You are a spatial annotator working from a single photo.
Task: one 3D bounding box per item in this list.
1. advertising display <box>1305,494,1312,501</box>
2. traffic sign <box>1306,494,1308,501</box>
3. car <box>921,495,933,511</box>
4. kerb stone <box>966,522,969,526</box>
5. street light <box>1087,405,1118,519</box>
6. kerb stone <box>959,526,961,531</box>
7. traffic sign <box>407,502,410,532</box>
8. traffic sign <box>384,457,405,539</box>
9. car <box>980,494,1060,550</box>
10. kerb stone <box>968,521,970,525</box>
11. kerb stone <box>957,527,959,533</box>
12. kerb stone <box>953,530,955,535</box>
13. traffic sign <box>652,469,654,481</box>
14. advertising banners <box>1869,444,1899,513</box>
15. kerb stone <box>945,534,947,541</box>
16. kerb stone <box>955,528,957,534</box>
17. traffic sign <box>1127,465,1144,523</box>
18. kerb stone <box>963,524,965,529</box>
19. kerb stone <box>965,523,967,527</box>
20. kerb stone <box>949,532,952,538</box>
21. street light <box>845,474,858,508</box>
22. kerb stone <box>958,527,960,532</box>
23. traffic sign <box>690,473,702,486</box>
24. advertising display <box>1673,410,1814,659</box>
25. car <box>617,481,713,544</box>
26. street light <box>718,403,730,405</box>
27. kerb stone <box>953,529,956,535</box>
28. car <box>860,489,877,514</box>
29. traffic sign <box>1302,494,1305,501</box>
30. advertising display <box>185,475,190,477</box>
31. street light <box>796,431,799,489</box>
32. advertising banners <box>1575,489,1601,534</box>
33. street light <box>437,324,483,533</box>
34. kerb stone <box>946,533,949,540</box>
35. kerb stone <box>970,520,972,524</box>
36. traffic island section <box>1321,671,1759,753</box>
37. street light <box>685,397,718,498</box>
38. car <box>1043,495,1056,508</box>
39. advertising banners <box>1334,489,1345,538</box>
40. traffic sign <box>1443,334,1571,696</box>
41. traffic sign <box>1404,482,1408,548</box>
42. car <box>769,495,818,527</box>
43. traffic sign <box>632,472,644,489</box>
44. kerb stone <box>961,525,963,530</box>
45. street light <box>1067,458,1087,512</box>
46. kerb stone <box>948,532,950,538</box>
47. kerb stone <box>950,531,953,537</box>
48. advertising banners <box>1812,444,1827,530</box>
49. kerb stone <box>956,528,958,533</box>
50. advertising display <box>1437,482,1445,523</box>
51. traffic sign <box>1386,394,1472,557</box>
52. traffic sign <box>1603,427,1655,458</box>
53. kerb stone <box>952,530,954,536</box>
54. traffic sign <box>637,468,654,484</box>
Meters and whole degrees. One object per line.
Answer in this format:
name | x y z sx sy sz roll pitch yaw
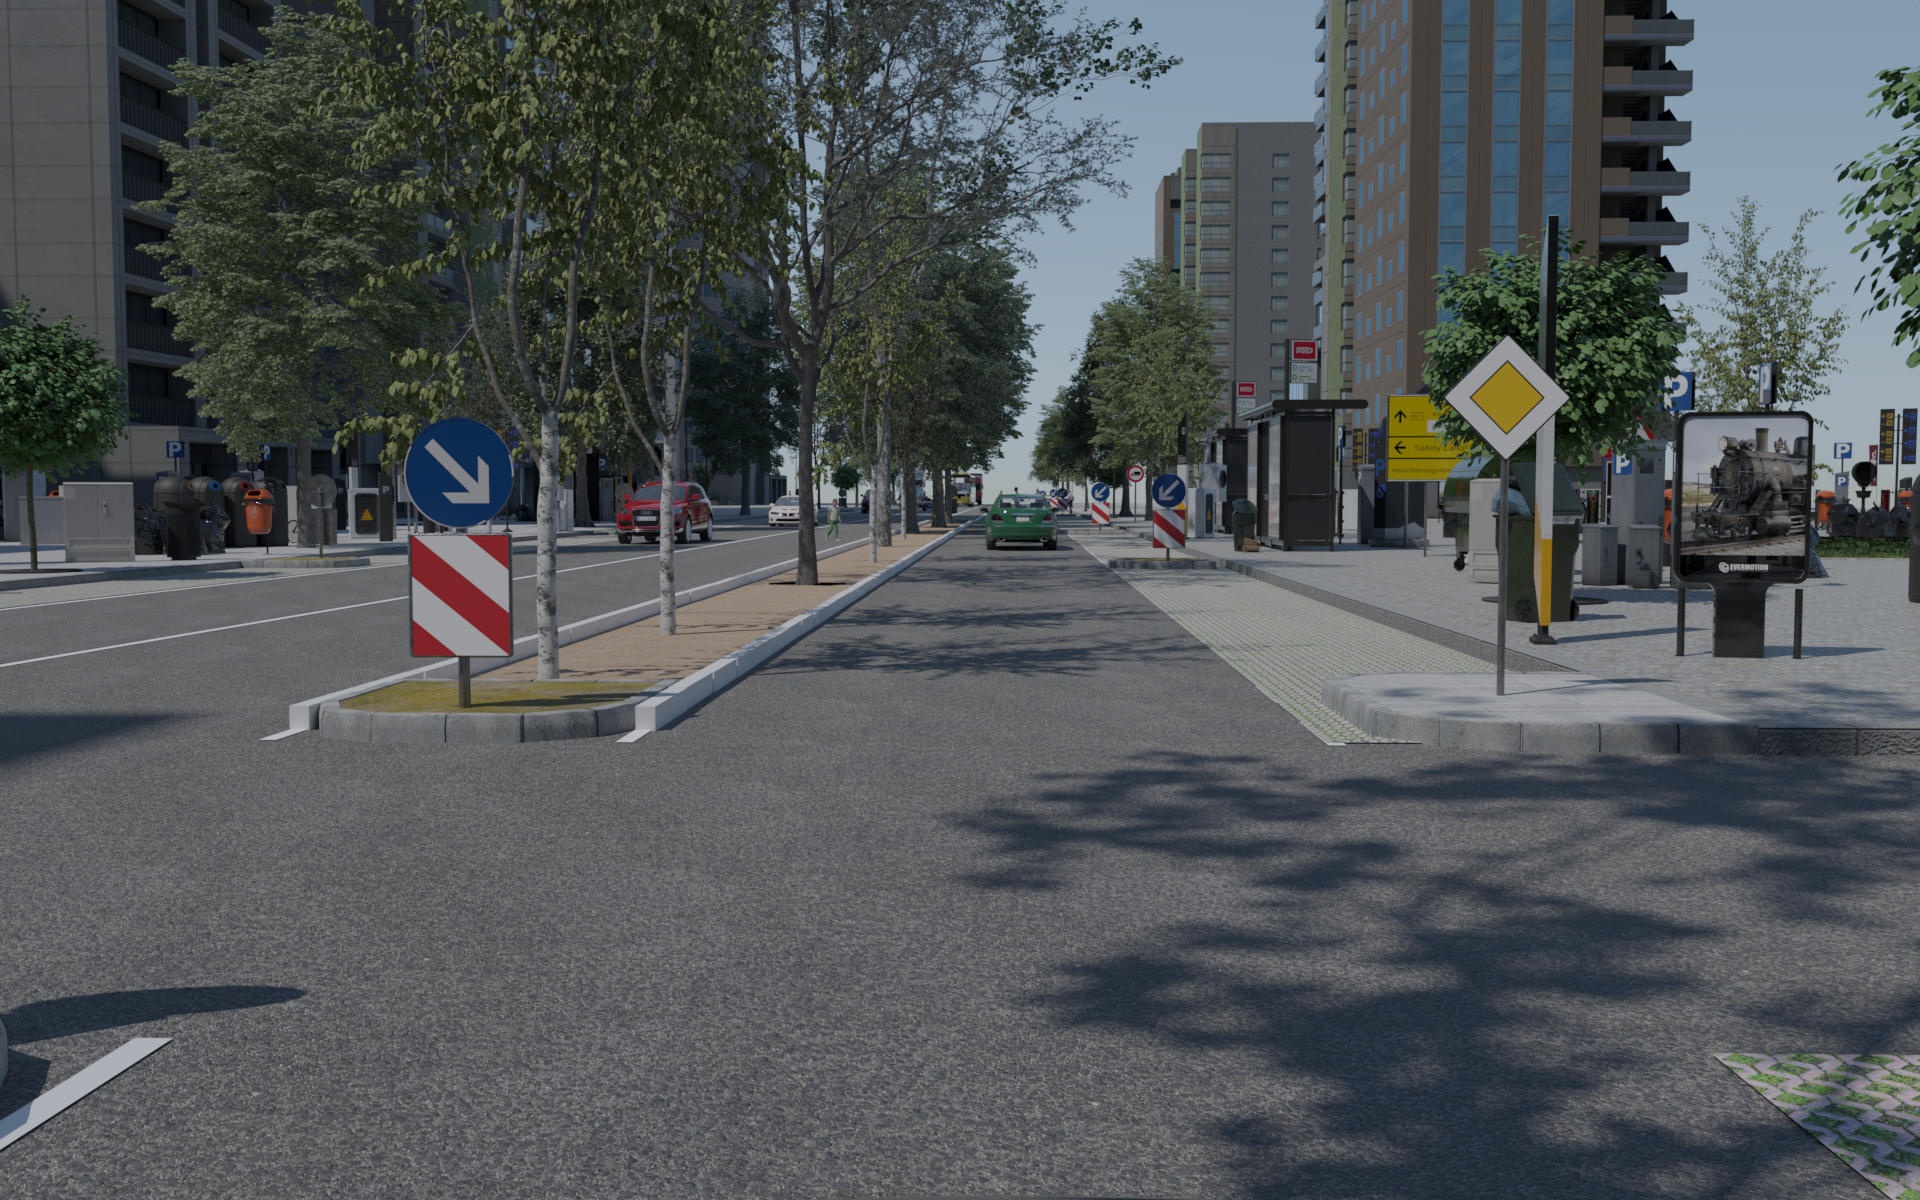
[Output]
advertising display | 11.925 -3.304 59.231 0.123 1.923 0.974 0 4 5
traffic sign | 9.559 -2.790 47.751 0.606 2.300 0.079 1 4 10
car | -2.302 -8.244 147.368 1.945 1.354 3.894 0 4 2
kerb stone | 0.183 -3.135 73.448 0.120 0.150 1.000 0 4 2
street light | 7.535 -7.221 90.611 1.470 5.913 1.316 0 4 2
kerb stone | -0.126 -2.571 64.232 0.120 0.150 1.000 0 4 2
traffic sign | -18.747 -3.593 58.849 0.768 2.556 0.104 0 4 6
traffic sign | -16.020 -2.993 49.036 0.768 2.556 0.104 1 4 10
car | 1.592 -2.075 45.717 2.131 1.459 4.920 0 4 0
kerb stone | 0.247 -3.260 75.498 0.120 0.150 1.000 0 4 2
kerb stone | -0.185 -2.446 62.185 0.120 0.150 1.000 0 4 2
kerb stone | -0.326 -2.194 58.082 0.120 0.150 1.000 0 4 2
traffic sign | -15.161 -5.176 84.730 0.768 2.556 0.104 0 4 5
advertising banners | 32.383 -3.937 60.556 0.090 3.025 2.074 0 4 -5
kerb stone | -0.533 -1.815 51.938 0.120 0.150 1.000 0 4 2
kerb stone | -0.255 -2.320 60.126 0.120 0.150 1.000 0 4 2
traffic sign | 7.707 -4.645 76.054 0.768 2.556 0.104 0 4 5
kerb stone | 0.016 -2.822 68.341 0.120 0.150 1.000 0 4 2
kerb stone | 0.110 -3.009 71.406 0.120 0.150 1.000 0 4 2
kerb stone | -0.427 -2.007 55.009 0.120 0.150 1.000 0 4 2
street light | -9.992 -11.473 160.130 1.470 5.913 1.316 0 4 2
kerb stone | -0.159 -2.508 63.206 0.120 0.150 1.000 0 4 2
traffic sign | -12.920 -5.048 84.670 0.606 2.300 0.079 0 4 6
advertising display | 6.108 -0.509 13.542 0.974 1.923 0.123 1 4 15
car | -8.693 -2.612 51.376 2.281 1.827 5.304 0 4 3
street light | -12.385 -7.074 88.204 1.470 5.913 1.316 0 4 2
kerb stone | -0.298 -2.257 59.103 0.120 0.150 1.000 0 4 2
car | -6.245 -7.357 128.953 2.281 1.827 5.304 0 4 0
traffic sign | 9.687 -2.982 48.864 0.768 2.556 0.104 0 4 2
advertising display | -26.730 -3.360 60.148 0.123 1.923 0.974 -2 4 -34
street light | -11.222 -9.281 124.287 1.470 5.913 1.316 0 4 2
advertising banners | 18.825 -3.479 53.063 2.074 3.025 0.090 -1 4 -22
street light | -13.745 -4.586 47.523 1.470 5.913 1.316 0 4 2
kerb stone | -0.490 -1.882 52.959 0.120 0.150 1.000 0 4 2
kerb stone | 0.358 -3.447 78.563 0.120 0.150 1.000 0 4 2
traffic island section | 3.462 0.687 11.043 2.009 0.180 2.903 0 4 2
street light | -12.579 -6.760 83.059 1.470 5.913 1.316 0 4 2
car | 8.725 -9.751 172.002 1.945 1.354 3.894 0 4 3
advertising banners | 10.988 -3.350 50.955 0.090 3.025 2.074 0 4 -3
traffic sign | 3.439 -0.448 10.966 0.795 2.450 0.064 0 4 2
traffic sign | 10.523 -2.491 40.832 0.768 2.556 0.104 1 4 10
car | -7.432 -3.996 77.695 2.083 1.381 4.827 0 4 1
traffic sign | -15.391 -5.061 82.751 0.884 2.594 0.081 0 4 5
kerb stone | -0.050 -2.697 66.289 0.120 0.150 1.000 0 4 2
street light | 8.674 -9.437 126.843 1.470 5.913 1.316 0 4 2
kerb stone | -0.458 -1.943 53.980 0.120 0.150 1.000 0 4 2
kerb stone | -0.397 -2.069 56.030 0.120 0.150 1.000 0 4 2
advertising banners | 30.438 -3.989 61.404 0.090 3.025 2.074 3 5 43
kerb stone | -0.225 -2.381 61.156 0.120 0.150 1.000 0 4 2
advertising display | 21.603 -4.369 76.645 0.974 1.923 0.123 -1 4 -10
traffic sign | 9.805 -2.526 35.178 2.265 3.308 0.079 0 4 7
traffic sign | 9.891 -1.559 25.494 0.884 2.594 0.081 0 4 2
kerb stone | -0.356 -2.132 57.060 0.120 0.150 1.000 0 4 2
traffic sign | -13.914 -4.678 76.595 0.768 2.556 0.104 1 4 9
